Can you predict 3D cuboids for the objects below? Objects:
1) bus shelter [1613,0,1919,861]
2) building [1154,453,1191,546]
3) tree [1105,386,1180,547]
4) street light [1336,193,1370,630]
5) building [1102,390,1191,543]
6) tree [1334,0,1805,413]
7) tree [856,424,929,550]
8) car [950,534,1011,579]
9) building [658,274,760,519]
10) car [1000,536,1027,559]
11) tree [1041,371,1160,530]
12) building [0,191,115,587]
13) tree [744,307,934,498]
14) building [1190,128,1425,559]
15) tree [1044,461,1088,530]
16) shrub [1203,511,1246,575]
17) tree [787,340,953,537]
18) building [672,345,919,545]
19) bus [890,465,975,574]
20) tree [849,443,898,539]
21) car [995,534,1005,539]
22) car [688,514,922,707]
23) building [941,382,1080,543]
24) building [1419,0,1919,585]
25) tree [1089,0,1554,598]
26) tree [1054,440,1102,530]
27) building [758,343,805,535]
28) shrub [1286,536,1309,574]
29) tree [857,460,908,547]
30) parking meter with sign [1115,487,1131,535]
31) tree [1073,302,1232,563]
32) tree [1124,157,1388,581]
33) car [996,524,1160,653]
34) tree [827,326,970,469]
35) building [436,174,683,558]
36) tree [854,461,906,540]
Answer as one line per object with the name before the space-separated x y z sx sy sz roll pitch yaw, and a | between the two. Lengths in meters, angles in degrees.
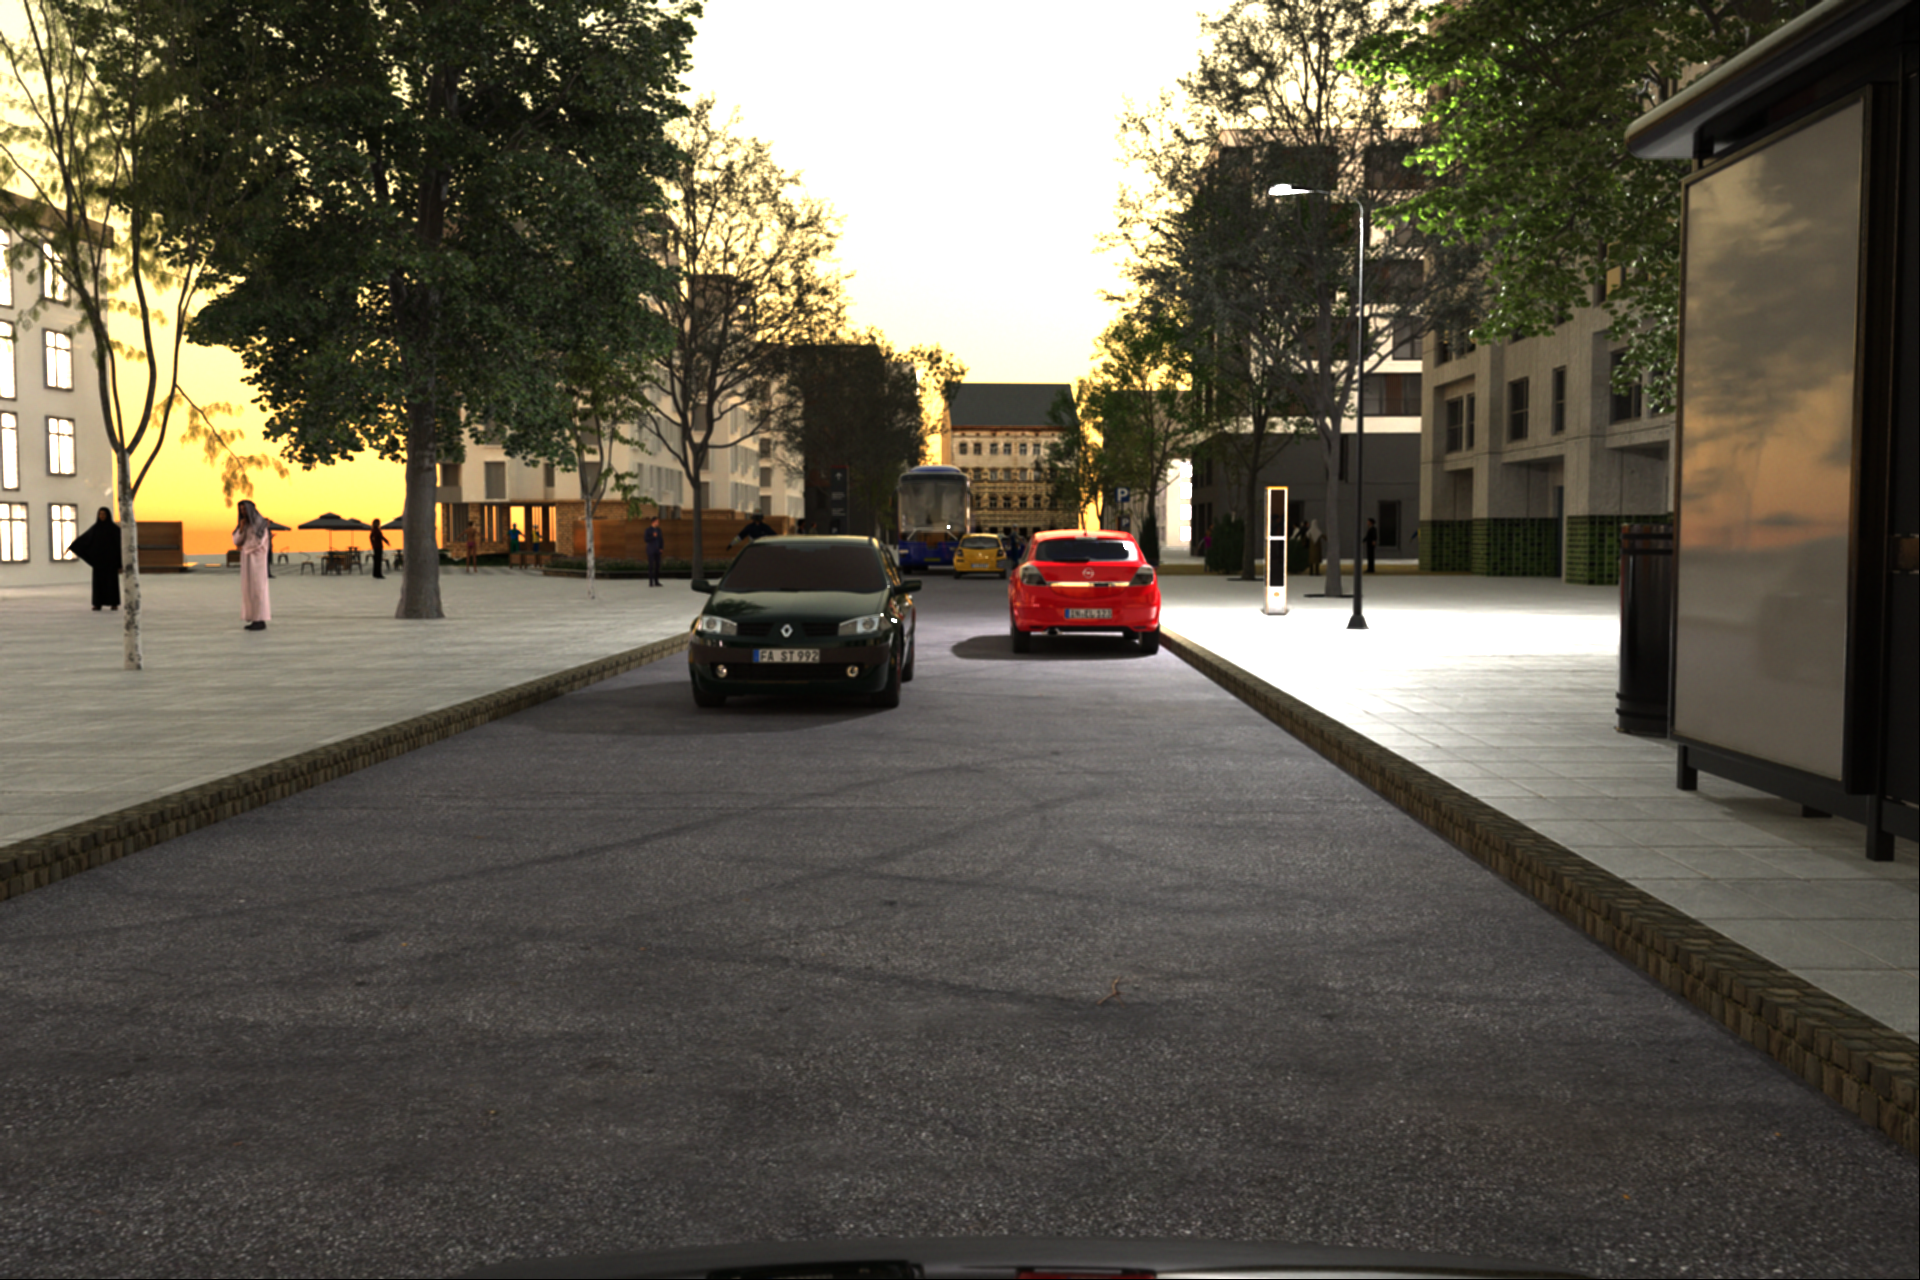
bus shelter | 4.385 -1.803 7.112 2.179 5.291 8.768 0 4 1
building | 25.883 -14.528 179.675 9.099 9.664 28.070 0 4 1
tree | 9.020 -8.357 86.998 4.737 8.622 4.395 0 3 0
street light | 5.885 -3.092 23.099 1.470 5.913 1.316 0 4 1
building | 27.462 -21.668 220.733 16.747 18.905 31.486 0 4 1
tree | 7.360 -6.009 16.381 7.486 12.596 7.792 0 3 0
tree | -5.098 -12.748 142.837 7.601 10.594 8.767 -3 5 -44
car | 0.661 -2.826 56.424 2.015 1.641 3.980 0 4 1
building | -21.538 -16.568 127.302 16.016 20.090 11.380 0 4 2
car | 2.651 -4.571 87.308 1.945 1.354 3.894 0 4 1
tree | 8.973 -11.326 110.938 9.928 11.665 9.643 0 3 0
building | -24.299 -5.590 33.544 9.099 9.664 28.070 0 4 2
tree | -6.452 -11.217 93.770 12.009 13.543 11.850 0 3 0
building | 27.595 -15.879 103.599 27.936 21.610 32.646 0 4 2
tree | 10.244 -12.691 157.861 4.360 8.622 3.978 0 3 0
shrub | 8.545 -3.098 55.068 1.690 2.028 1.600 0 3 0
tree | -5.572 -12.105 108.282 12.009 13.543 11.850 0 3 0
building | -19.365 -21.971 203.198 27.936 21.610 32.646 0 4 1
bus | -0.791 -4.498 65.084 2.896 3.916 12.251 0 4 2
tree | -5.774 -10.183 116.850 4.737 8.622 4.395 0 3 0
car | 3.503 -9.057 159.874 2.131 1.459 4.920 0 4 0
car | -1.324 -0.354 15.578 2.009 1.686 4.222 0 4 1
building | 6.919 -25.480 249.975 18.063 23.208 19.493 0 4 -5
building | 24.074 -10.868 44.156 16.747 18.905 31.486 0 4 1
tree | 7.518 -7.620 34.960 12.009 13.543 11.850 0 3 0
tree | 9.602 -11.259 134.440 4.737 8.622 4.395 0 3 0
building | -21.930 -19.339 172.620 16.016 20.090 11.380 0 4 1
shrub | 10.753 -2.719 55.567 1.383 1.207 1.383 0 3 0
tree | -5.723 -11.091 131.696 4.737 8.622 4.395 0 3 0
parking meter with sign | 6.059 -4.142 63.983 0.543 3.016 1.738 0 4 1
tree | 8.492 -9.190 76.005 9.928 11.665 9.643 0 3 0
tree | 8.092 -7.439 47.387 9.928 11.665 9.643 0 3 0
car | 1.542 -0.813 22.335 2.155 1.783 4.494 0 4 1
tree | -5.793 -18.493 158.249 12.611 20.169 13.585 0 3 0
building | -22.114 -14.443 92.556 16.016 20.090 11.380 0 4 1
tree | -5.640 -10.665 124.738 4.737 8.622 4.395 0 3 0
